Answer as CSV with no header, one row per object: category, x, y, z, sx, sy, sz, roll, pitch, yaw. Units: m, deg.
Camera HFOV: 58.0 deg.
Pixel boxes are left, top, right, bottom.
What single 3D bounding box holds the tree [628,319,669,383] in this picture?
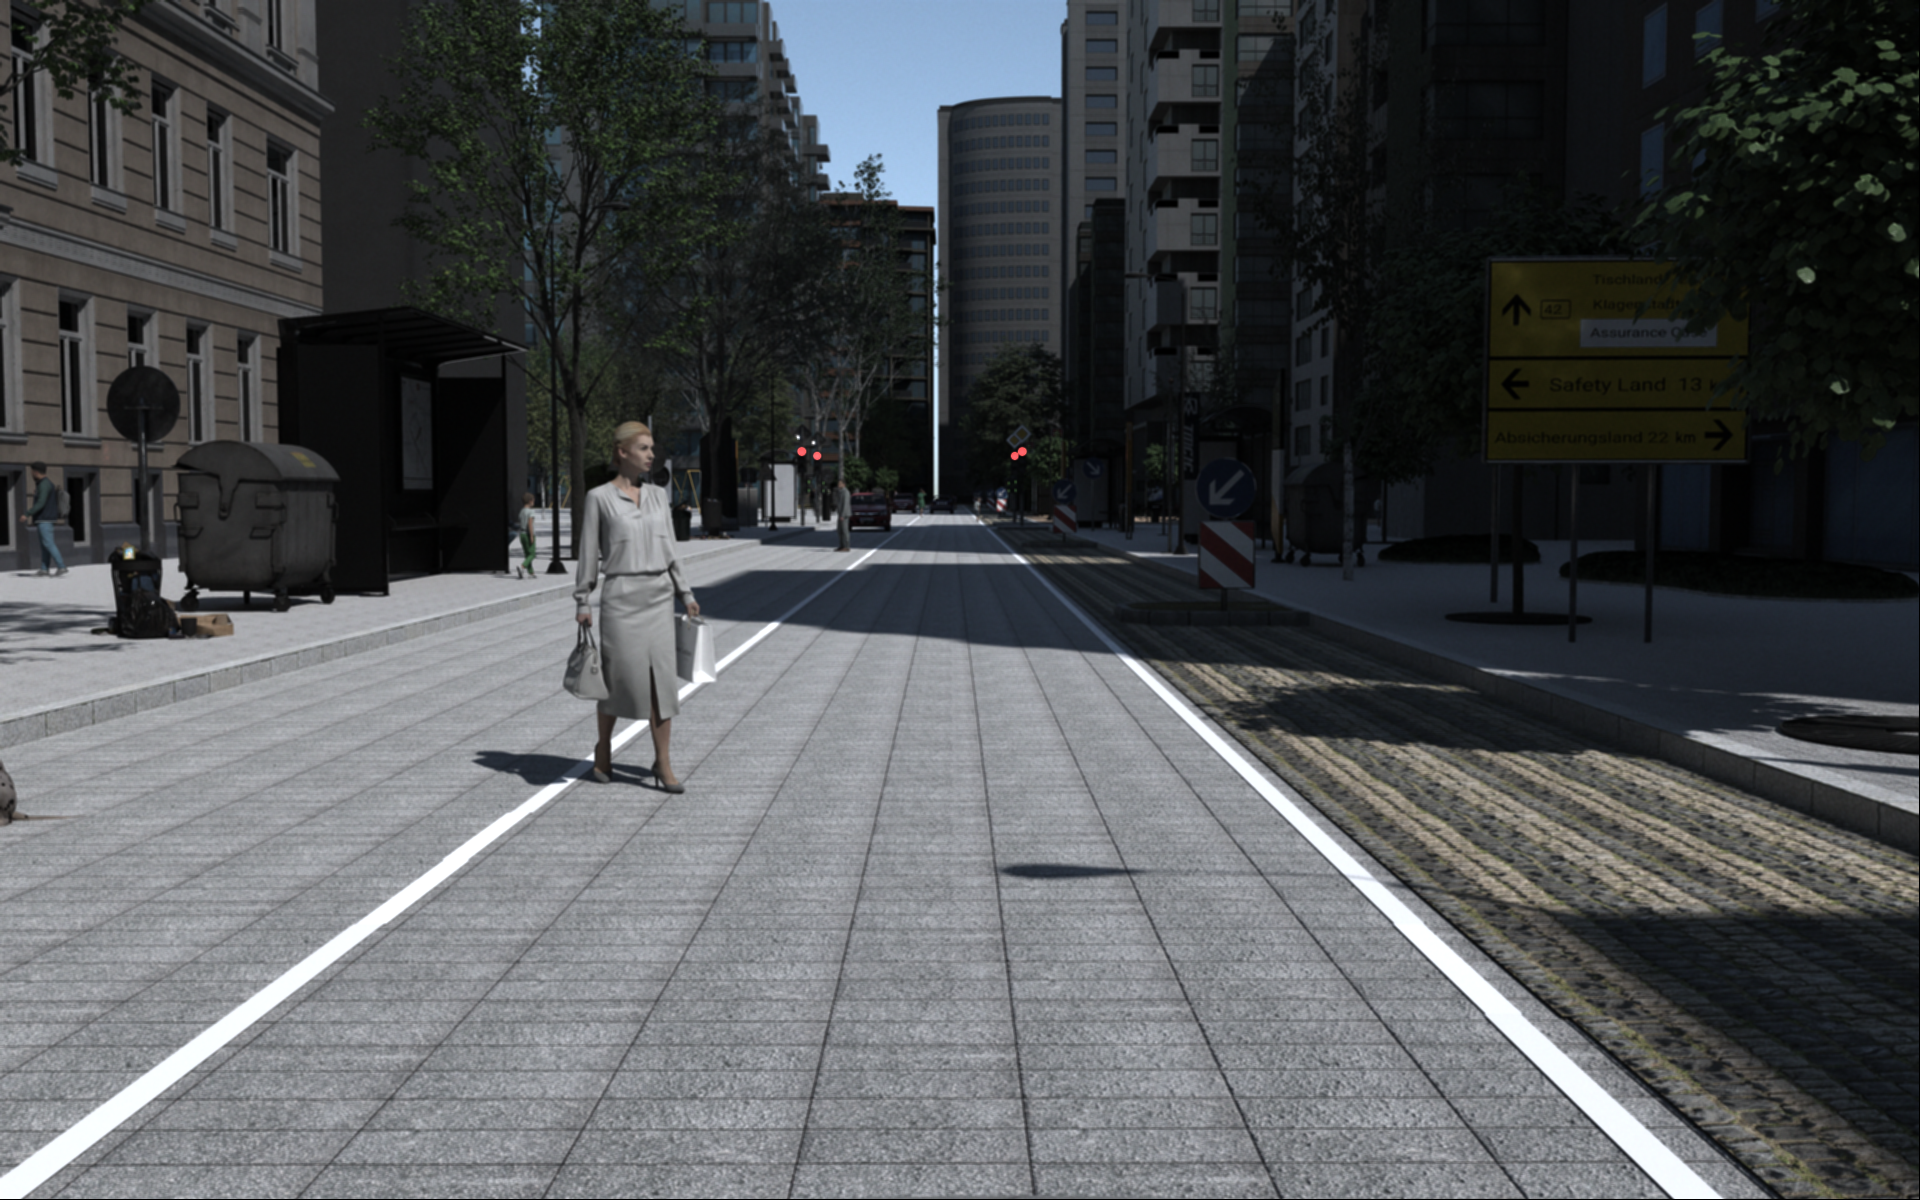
tree,-22.314,-17.599,143.635,12.611,20.169,13.585,0,3,0

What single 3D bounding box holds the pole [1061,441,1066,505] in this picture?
pole,4.004,-4.474,66.992,0.158,3.312,0.155,0,3,0

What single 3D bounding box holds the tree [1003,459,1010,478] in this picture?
tree,4.501,-7.931,113.379,4.285,4.588,4.351,0,3,0

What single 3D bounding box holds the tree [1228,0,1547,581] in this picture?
tree,5.939,-4.584,25.309,4.360,8.622,3.978,0,3,0

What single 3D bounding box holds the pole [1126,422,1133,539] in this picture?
pole,4.779,-3.369,48.929,0.158,3.312,0.155,0,3,0

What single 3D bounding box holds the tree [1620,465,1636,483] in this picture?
tree,17.759,-5.738,44.180,4.360,8.622,3.978,0,3,0

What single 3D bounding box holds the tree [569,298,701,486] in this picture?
tree,-11.765,-6.907,63.298,4.360,8.622,3.978,0,3,0

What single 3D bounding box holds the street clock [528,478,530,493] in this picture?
street clock,-19.508,-4.480,77.810,0.358,2.002,0.471,1,4,12

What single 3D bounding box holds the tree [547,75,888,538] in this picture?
tree,-7.195,-8.597,50.926,12.009,13.543,11.850,0,3,0

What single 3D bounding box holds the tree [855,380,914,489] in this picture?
tree,-8.104,-14.307,159.678,9.928,11.665,9.643,0,3,0

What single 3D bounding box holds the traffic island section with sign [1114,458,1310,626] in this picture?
traffic island section with sign,2.785,-0.673,19.631,1.989,1.847,2.006,0,4,0

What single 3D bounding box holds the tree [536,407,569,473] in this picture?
tree,-29.044,-11.071,131.374,4.360,8.622,3.978,0,3,0

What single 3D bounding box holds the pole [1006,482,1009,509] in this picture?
pole,4.049,-9.414,147.765,0.158,3.312,0.155,0,3,0

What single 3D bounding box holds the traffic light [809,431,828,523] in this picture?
traffic light,-6.338,-5.412,77.399,0.839,4.253,0.868,0,4,0

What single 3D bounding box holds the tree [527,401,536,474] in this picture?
tree,-34.213,-11.343,135.824,4.360,8.622,3.978,0,3,0

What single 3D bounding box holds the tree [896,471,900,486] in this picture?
tree,-8.371,-12.907,194.742,4.285,4.588,4.351,0,3,0

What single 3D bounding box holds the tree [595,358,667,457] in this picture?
tree,-18.646,-8.672,92.157,4.737,8.622,4.395,0,3,0

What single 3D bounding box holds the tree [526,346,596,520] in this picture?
tree,-20.535,-8.247,85.203,4.737,8.622,4.395,0,3,0

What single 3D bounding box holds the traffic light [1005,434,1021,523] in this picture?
traffic light,2.423,-5.415,77.463,0.839,4.253,0.868,0,4,0

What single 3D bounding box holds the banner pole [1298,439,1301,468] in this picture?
banner pole,15.494,-5.446,79.060,0.401,3.779,0.863,0,4,7

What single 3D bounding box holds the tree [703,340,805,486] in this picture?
tree,-15.068,-12.753,126.637,7.486,12.596,7.792,0,3,0

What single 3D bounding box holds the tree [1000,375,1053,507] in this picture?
tree,4.968,-16.944,187.403,12.009,13.543,11.850,0,3,0

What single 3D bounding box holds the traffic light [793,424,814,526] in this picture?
traffic light,-6.294,-4.923,69.414,0.839,4.253,0.868,0,4,0

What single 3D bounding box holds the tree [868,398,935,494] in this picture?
tree,-8.106,-19.715,229.001,9.857,13.997,8.962,0,3,0

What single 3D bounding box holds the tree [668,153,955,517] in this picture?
tree,-7.119,-14.731,96.739,12.611,20.169,13.585,0,3,0

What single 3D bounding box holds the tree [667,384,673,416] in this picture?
tree,-18.347,-9.071,98.675,4.737,8.622,4.395,0,3,0

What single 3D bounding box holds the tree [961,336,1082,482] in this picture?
tree,4.987,-14.298,140.421,9.857,13.997,8.962,0,3,0

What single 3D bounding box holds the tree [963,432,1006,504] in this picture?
tree,4.935,-18.523,219.852,9.611,12.733,9.660,0,3,0

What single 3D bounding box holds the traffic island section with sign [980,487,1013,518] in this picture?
traffic island section with sign,2.338,-5.737,102.430,1.989,1.847,2.006,0,4,0

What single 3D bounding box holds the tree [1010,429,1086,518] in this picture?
tree,5.356,-6.770,94.411,4.285,4.588,4.351,0,3,0

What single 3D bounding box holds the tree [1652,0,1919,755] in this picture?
tree,5.040,-1.548,9.023,4.285,4.588,4.351,0,3,0

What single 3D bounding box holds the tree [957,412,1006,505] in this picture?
tree,3.840,-16.694,198.696,9.928,11.665,9.643,0,3,0

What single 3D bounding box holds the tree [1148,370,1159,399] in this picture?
tree,9.708,-7.114,66.681,4.360,8.622,3.978,0,3,0

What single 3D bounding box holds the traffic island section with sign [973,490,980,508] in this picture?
traffic island section with sign,2.180,-7.424,130.009,1.989,1.847,2.006,0,4,0

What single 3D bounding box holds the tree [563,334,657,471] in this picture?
tree,-24.953,-12.512,122.694,7.486,12.596,7.792,0,3,0

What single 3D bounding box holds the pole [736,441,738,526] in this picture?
pole,-8.609,-4.443,66.492,0.158,3.312,0.155,0,3,0

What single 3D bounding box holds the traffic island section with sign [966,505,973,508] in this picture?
traffic island section with sign,1.898,-10.493,180.190,1.989,1.847,2.006,0,4,0

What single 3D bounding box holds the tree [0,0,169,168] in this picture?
tree,-7.084,-5.240,11.428,9.928,11.665,9.643,0,3,0

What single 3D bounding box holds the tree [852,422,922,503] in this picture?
tree,-8.535,-16.681,207.143,8.767,10.594,7.601,-2,4,-27

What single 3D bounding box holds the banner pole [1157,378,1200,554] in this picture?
banner pole,4.771,-2.897,37.380,0.863,3.779,0.401,0,4,0

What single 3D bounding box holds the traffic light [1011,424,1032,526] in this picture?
traffic light,2.467,-4.927,69.478,0.839,4.253,0.868,0,4,0

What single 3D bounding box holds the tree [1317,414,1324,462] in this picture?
tree,5.771,-2.070,17.555,4.285,4.588,4.351,0,3,0

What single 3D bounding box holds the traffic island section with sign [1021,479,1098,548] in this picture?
traffic island section with sign,2.653,-2.322,46.586,1.989,1.847,2.006,0,4,0

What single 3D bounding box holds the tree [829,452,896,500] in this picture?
tree,-8.039,-8.936,129.810,4.285,4.588,4.351,0,3,0

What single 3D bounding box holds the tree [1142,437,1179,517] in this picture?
tree,11.730,-6.899,96.507,4.285,4.588,4.351,0,3,0
